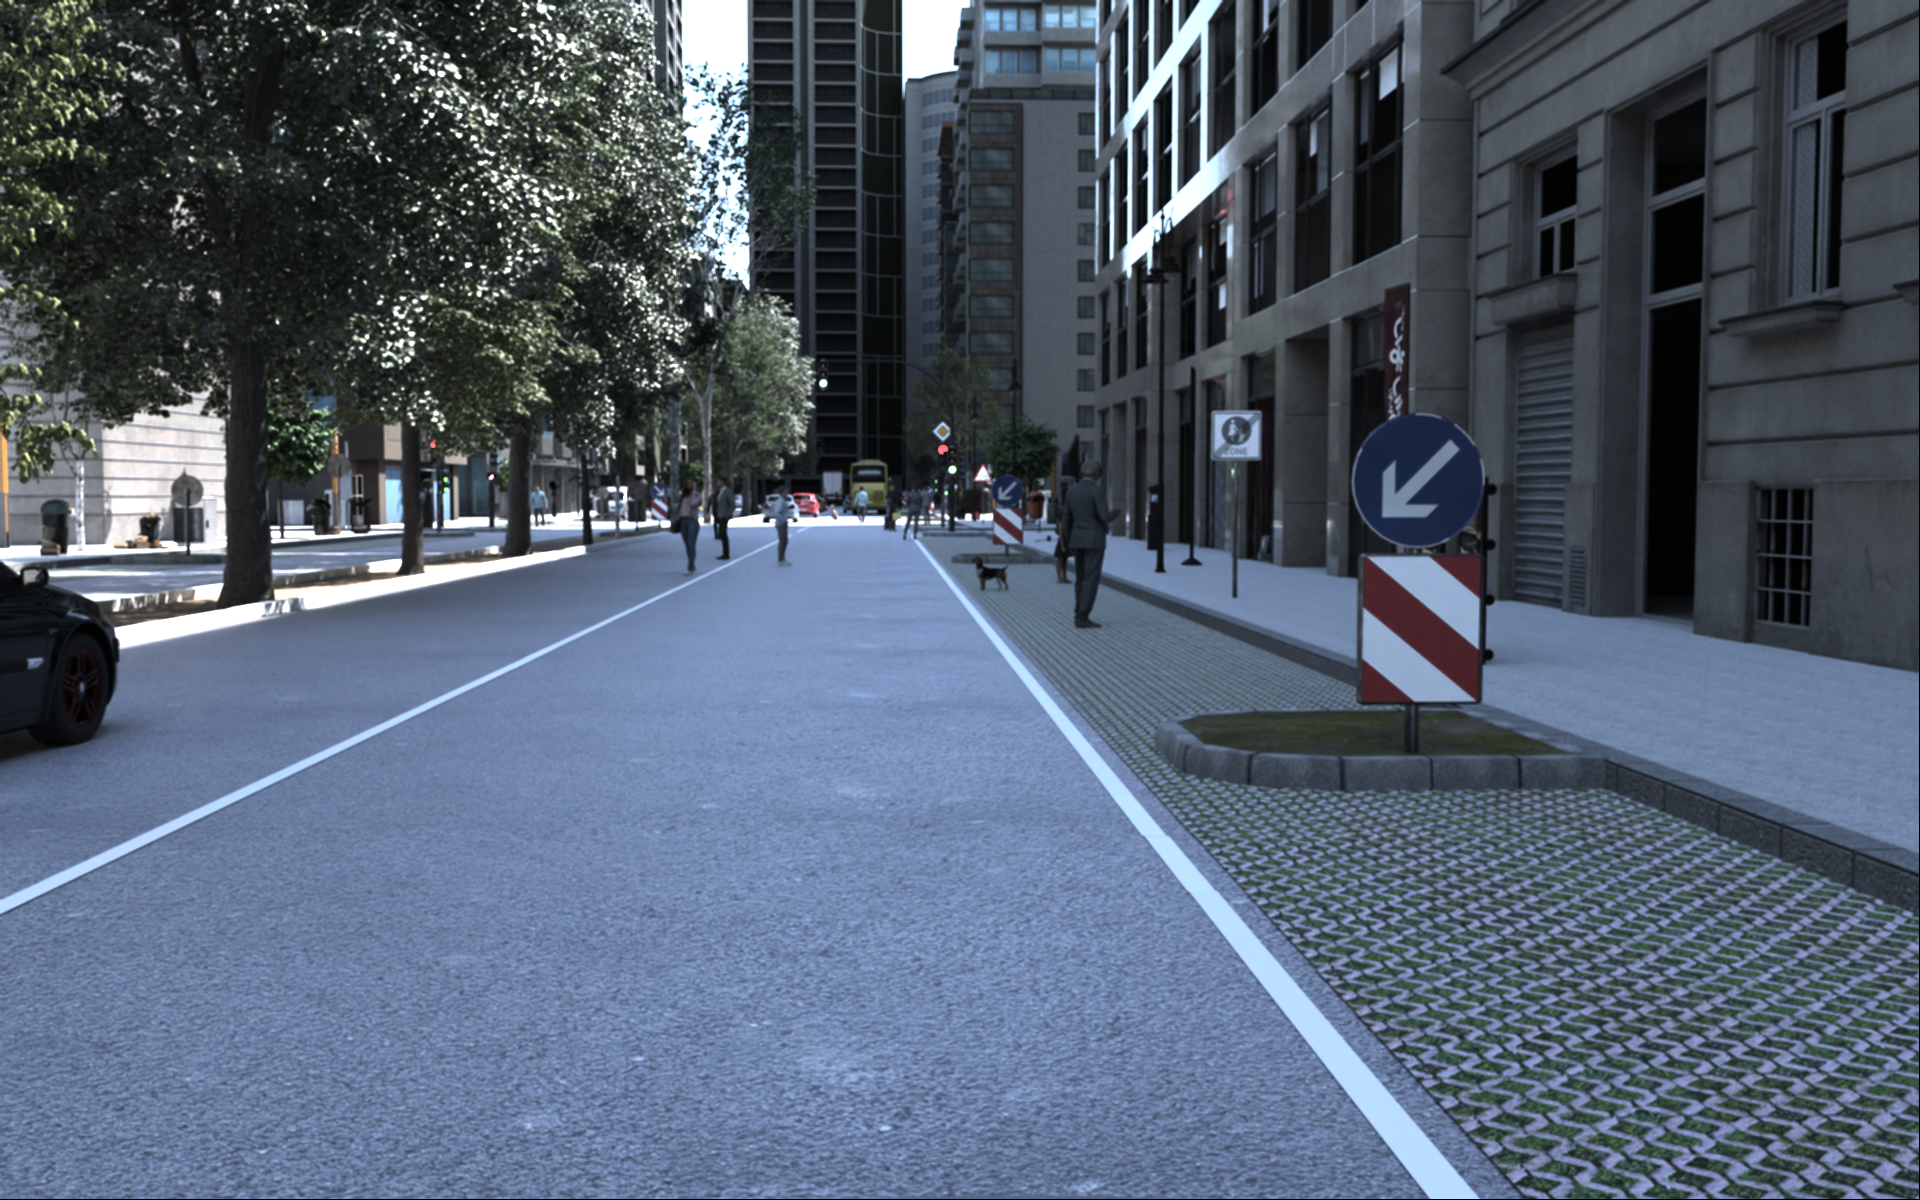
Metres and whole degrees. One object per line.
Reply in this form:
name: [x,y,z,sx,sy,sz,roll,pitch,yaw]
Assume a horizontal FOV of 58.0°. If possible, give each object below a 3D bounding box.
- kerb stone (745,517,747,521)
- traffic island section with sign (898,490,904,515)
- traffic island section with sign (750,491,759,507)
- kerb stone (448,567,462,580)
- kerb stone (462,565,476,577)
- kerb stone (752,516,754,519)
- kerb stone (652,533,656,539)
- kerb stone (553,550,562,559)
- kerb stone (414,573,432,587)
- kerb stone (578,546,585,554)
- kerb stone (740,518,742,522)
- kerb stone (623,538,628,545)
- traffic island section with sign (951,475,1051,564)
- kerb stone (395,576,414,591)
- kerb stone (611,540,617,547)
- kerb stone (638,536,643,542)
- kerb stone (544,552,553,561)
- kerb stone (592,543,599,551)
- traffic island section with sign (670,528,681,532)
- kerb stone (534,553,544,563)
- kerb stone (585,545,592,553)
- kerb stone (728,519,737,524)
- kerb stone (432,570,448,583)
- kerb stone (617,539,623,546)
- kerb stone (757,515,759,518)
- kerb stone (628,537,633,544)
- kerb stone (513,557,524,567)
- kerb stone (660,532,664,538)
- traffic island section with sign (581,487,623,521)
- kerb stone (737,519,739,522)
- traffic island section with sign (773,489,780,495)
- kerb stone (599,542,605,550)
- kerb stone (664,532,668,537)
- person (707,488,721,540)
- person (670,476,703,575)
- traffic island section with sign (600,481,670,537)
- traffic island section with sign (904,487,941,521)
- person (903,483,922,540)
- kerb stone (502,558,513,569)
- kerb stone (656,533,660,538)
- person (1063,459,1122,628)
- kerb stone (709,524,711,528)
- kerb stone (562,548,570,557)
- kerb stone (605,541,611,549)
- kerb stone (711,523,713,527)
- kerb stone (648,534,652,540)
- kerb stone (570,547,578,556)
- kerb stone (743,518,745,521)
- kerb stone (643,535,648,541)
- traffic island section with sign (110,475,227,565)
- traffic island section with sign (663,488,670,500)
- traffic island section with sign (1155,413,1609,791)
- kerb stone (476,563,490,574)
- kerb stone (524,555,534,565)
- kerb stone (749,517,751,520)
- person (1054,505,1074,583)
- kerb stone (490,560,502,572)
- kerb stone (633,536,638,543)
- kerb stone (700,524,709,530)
kerb stone: [-11.593,-4.280,92.183,0.120,0.150,1.000,0,4,-3]
traffic island section with sign: [-3.085,-6.737,118.777,1.989,1.847,2.006,0,4,-3]
traffic island section with sign: [-23.692,-11.411,195.200,1.989,1.847,2.006,0,4,-3]
kerb stone: [-8.609,-0.424,29.178,0.120,0.150,1.000,0,4,-3]
kerb stone: [-8.660,-0.489,30.199,0.120,0.150,1.000,0,4,-3]
kerb stone: [-11.829,-4.594,97.311,0.120,0.150,1.000,0,4,-3]
kerb stone: [-9.821,-1.993,54.784,0.120,0.150,1.000,0,4,-3]
kerb stone: [-9.039,-0.986,38.394,0.120,0.150,1.000,0,4,-3]
kerb stone: [-8.503,-0.301,27.122,0.120,0.150,1.000,0,4,-3]
kerb stone: [-9.184,-1.179,41.465,0.120,0.150,1.000,0,4,-3]
kerb stone: [-11.444,-4.087,89.108,0.120,0.150,1.000,0,4,-3]
kerb stone: [-9.531,-1.612,48.627,0.120,0.150,1.000,0,4,-3]
traffic island section with sign: [0.827,-1.685,36.184,1.989,1.847,2.006,0,4,-3]
kerb stone: [-8.460,-0.239,26.101,0.120,0.150,1.000,0,4,-3]
kerb stone: [-9.431,-1.488,46.582,0.120,0.150,1.000,0,4,-3]
kerb stone: [-9.669,-1.804,51.709,0.120,0.150,1.000,0,4,-3]
kerb stone: [-8.999,-0.925,37.372,0.120,0.150,1.000,0,4,-3]
kerb stone: [-9.280,-1.303,43.509,0.120,0.150,1.000,0,4,-3]
traffic island section with sign: [-11.397,-3.549,66.168,2.006,1.907,1.989,0,4,-3]
kerb stone: [-8.948,-0.862,36.347,0.120,0.150,1.000,0,4,-3]
kerb stone: [-9.232,-1.241,42.488,0.120,0.150,1.000,0,4,-3]
kerb stone: [-11.300,-3.903,86.036,0.120,0.150,1.000,0,4,-3]
kerb stone: [-8.551,-0.364,28.156,0.120,0.150,1.000,0,4,-3]
kerb stone: [-9.479,-1.554,47.602,0.120,0.150,1.000,0,4,-3]
kerb stone: [-12.028,-4.846,101.421,0.120,0.150,1.000,0,4,-3]
kerb stone: [-9.572,-1.679,49.660,0.120,0.150,1.000,0,4,-3]
kerb stone: [-8.851,-0.740,34.300,0.120,0.150,1.000,0,4,-3]
kerb stone: [-9.913,-2.118,56.831,0.120,0.150,1.000,0,4,-3]
traffic island section with sign: [-18.770,-5.038,90.995,1.989,1.847,2.006,0,4,-3]
kerb stone: [-11.346,-3.962,87.057,0.120,0.150,1.000,0,4,-3]
traffic island section with sign: [-14.961,-8.140,141.222,2.006,1.907,1.989,0,4,-3]
kerb stone: [-9.336,-1.365,44.530,0.120,0.150,1.000,0,4,-3]
kerb stone: [-9.967,-2.181,57.856,0.120,0.150,1.000,0,4,-3]
person: [-7.628,-2.838,54.672,0.659,1.850,0.755,0,4,0]
person: [-4.799,-1.327,30.794,0.593,1.750,0.643,2,4,28]
traffic island section with sign: [-11.056,-3.097,58.769,2.006,1.907,1.989,0,4,-3]
traffic island section with sign: [-1.816,-5.090,91.852,1.989,1.847,2.006,0,4,-3]
person: [-1.496,-2.798,54.529,0.520,1.790,0.573,-1,4,-21]
kerb stone: [-8.799,-0.678,33.280,0.120,0.150,1.000,0,4,-3]
kerb stone: [-9.876,-2.055,55.807,0.120,0.150,1.000,0,4,-3]
person: [1.432,-0.607,18.607,0.590,1.801,0.661,-3,5,-42]
kerb stone: [-10.662,-3.088,72.724,0.120,0.150,1.000,0,4,-3]
kerb stone: [-9.092,-1.051,39.424,0.120,0.150,1.000,0,4,-3]
kerb stone: [-9.383,-1.428,45.551,0.120,0.150,1.000,0,4,-3]
kerb stone: [-10.720,-3.153,73.746,0.120,0.150,1.000,0,4,-3]
kerb stone: [-9.765,-1.931,53.764,0.120,0.150,1.000,0,4,-3]
kerb stone: [-9.138,-1.115,40.444,0.120,0.150,1.000,0,4,-3]
kerb stone: [-11.548,-4.217,91.149,0.120,0.150,1.000,0,4,-3]
kerb stone: [-9.719,-1.868,52.737,0.120,0.150,1.000,0,4,-3]
traffic island section with sign: [-16.145,-1.661,35.791,1.989,1.847,2.006,0,4,-3]
traffic island section with sign: [-20.107,-6.768,119.277,1.989,1.847,2.006,0,4,-3]
traffic island section with sign: [2.105,-0.039,9.259,1.989,1.847,2.006,0,4,-3]
kerb stone: [-8.703,-0.553,31.231,0.120,0.150,1.000,0,4,-3]
kerb stone: [-8.898,-0.797,35.327,0.120,0.150,1.000,0,4,-3]
kerb stone: [-11.747,-4.469,95.262,0.120,0.150,1.000,0,4,-3]
person: [1.704,-0.890,27.718,0.373,1.253,0.362,3,5,39]
kerb stone: [-8.750,-0.614,32.252,0.120,0.150,1.000,0,4,-3]
kerb stone: [-9.619,-1.743,50.689,0.120,0.150,1.000,0,4,-3]
kerb stone: [-10.626,-3.027,71.702,0.120,0.150,1.000,0,4,-3]
